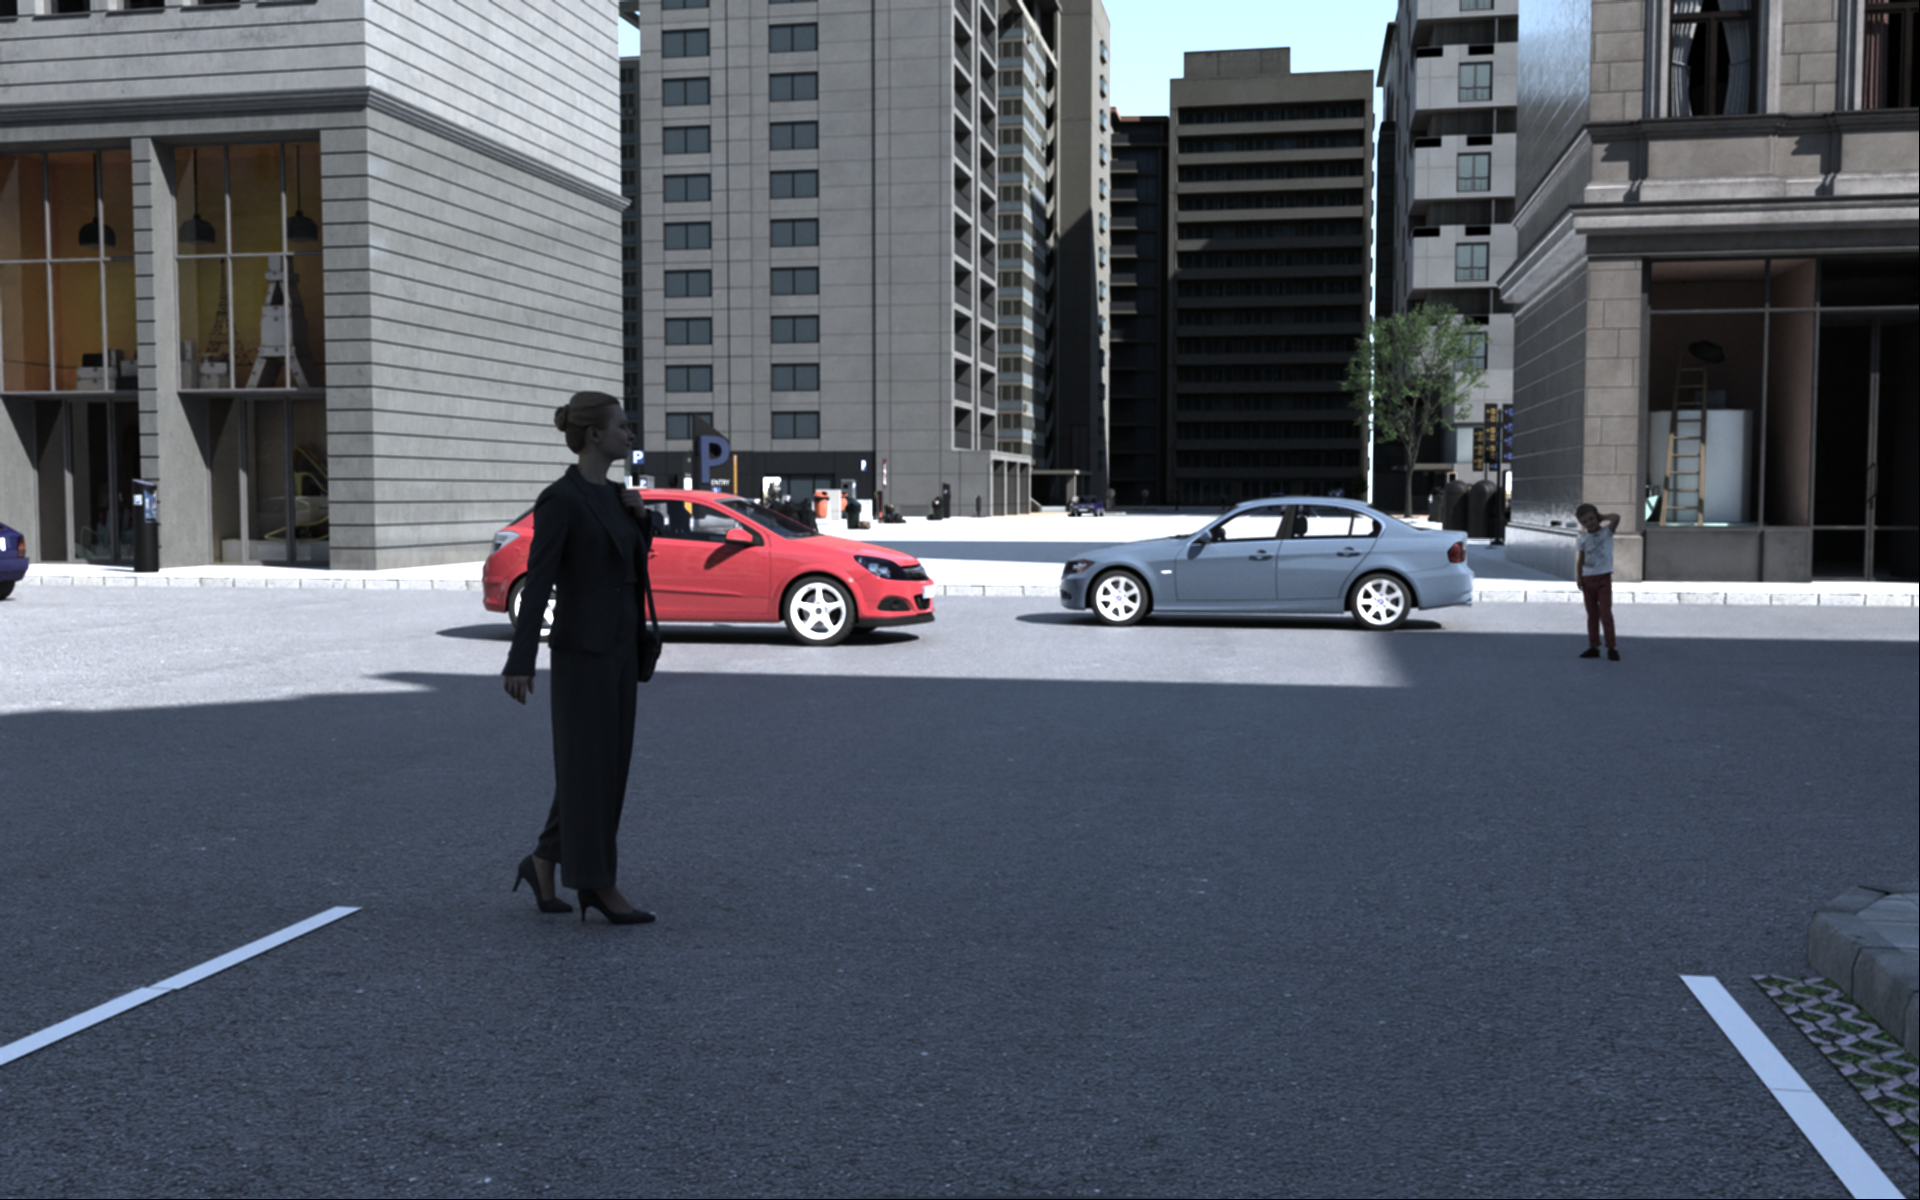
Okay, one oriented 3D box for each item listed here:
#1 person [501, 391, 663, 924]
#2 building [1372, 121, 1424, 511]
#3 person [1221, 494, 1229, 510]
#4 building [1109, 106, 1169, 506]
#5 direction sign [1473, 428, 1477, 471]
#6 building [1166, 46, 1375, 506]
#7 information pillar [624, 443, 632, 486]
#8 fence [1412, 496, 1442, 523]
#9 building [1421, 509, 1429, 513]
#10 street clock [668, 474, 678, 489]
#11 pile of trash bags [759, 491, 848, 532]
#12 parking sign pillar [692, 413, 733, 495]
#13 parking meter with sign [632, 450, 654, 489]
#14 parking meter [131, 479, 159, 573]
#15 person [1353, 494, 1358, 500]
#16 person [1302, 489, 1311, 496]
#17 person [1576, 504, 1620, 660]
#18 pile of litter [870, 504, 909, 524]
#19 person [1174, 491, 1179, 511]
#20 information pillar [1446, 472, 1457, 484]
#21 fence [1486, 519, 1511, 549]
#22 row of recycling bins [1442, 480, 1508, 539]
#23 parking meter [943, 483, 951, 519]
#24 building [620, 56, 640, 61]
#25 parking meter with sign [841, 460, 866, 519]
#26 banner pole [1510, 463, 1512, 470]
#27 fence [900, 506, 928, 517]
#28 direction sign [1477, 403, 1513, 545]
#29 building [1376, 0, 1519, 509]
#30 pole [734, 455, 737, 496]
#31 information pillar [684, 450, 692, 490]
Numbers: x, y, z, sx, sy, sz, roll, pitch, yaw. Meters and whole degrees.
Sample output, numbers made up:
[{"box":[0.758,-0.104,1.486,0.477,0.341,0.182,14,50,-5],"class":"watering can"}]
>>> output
[{"box":[-1.277,0.192,5.781,0.534,1.772,0.576,0,4,-3],"class":"person"},{"box":[39.713,-22.293,136.185,14.160,30.474,14.107,1,4,11],"class":"building"},{"box":[23.894,-8.833,156.150,0.697,1.427,0.421,1,4,22],"class":"person"},{"box":[9.664,-33.182,197.142,28.867,44.769,22.147,1,4,11],"class":"building"},{"box":[17.995,-4.114,59.265,0.876,3.537,0.379,1,4,18],"class":"direction sign"},{"box":[34.422,-34.768,192.161,21.600,48.544,21.300,1,4,11],"class":"building"},{"box":[-15.262,-5.404,79.711,0.183,3.616,0.504,-3,5,-44],"class":"information pillar"},{"box":[20.610,-3.991,76.452,2.264,1.192,0.480,-3,4,-38],"class":"fence"},{"box":[42.979,-32.056,113.360,28.713,52.752,27.495,1,4,11],"class":"building"},{"box":[-10.372,-3.553,62.660,0.358,2.002,0.471,0,4,5],"class":"street clock"},{"box":[-5.517,-2.945,57.906,1.912,1.369,3.447,2,4,32],"class":"pile of trash bags"},{"box":[-8.250,-4.245,57.878,1.447,3.967,1.447,-3,4,-37],"class":"parking sign pillar"},{"box":[-12.604,-4.496,69.773,0.543,3.016,1.738,1,4,13],"class":"parking meter with sign"},{"box":[-13.342,-1.220,28.363,0.372,1.533,0.369,0,3,0],"class":"parking meter"},{"box":[37.485,-9.421,163.995,0.593,1.643,0.415,-1,4,-15],"class":"person"},{"box":[19.742,-5.473,98.673,1.217,1.739,0.721,2,4,24],"class":"person"},{"box":[5.570,-0.165,15.103,0.435,1.345,0.340,2,4,34],"class":"person"},{"box":[-3.101,-3.772,75.629,1.719,0.858,1.176,1,4,15],"class":"pile of litter"},{"box":[18.734,-8.629,150.310,0.721,1.735,1.217,1,4,20],"class":"person"},{"box":[16.725,-3.335,59.014,0.304,2.012,0.304,0,4,2],"class":"information pillar"},{"box":[13.334,-1.598,41.499,2.069,0.683,0.278,-3,4,-37],"class":"fence"},{"box":[15.674,-2.636,50.219,3.534,1.692,1.069,3,5,39],"class":"row of recycling bins"},{"box":[-0.700,-5.217,91.017,0.399,1.863,0.255,1,4,15],"class":"parking meter"},{"box":[-31.834,-37.867,208.365,27.495,52.752,28.713,1,4,11],"class":"building"},{"box":[-5.730,-5.681,89.142,1.738,3.016,0.543,2,4,24],"class":"parking meter with sign"},{"box":[20.895,-4.606,65.328,0.401,3.779,0.863,0,4,-8],"class":"banner pole"},{"box":[-2.272,-4.333,86.226,2.069,0.683,0.278,3,5,42],"class":"fence"},{"box":[13.522,-3.148,43.472,0.876,3.537,0.379,-1,4,-20],"class":"direction sign"},{"box":[60.290,-36.822,191.275,27.495,52.752,28.713,1,4,11],"class":"building"},{"box":[-11.679,-5.887,90.090,0.158,3.312,0.155,0,3,0],"class":"pole"},{"box":[-14.317,-6.103,91.136,0.183,3.616,0.504,3,5,40],"class":"information pillar"}]
